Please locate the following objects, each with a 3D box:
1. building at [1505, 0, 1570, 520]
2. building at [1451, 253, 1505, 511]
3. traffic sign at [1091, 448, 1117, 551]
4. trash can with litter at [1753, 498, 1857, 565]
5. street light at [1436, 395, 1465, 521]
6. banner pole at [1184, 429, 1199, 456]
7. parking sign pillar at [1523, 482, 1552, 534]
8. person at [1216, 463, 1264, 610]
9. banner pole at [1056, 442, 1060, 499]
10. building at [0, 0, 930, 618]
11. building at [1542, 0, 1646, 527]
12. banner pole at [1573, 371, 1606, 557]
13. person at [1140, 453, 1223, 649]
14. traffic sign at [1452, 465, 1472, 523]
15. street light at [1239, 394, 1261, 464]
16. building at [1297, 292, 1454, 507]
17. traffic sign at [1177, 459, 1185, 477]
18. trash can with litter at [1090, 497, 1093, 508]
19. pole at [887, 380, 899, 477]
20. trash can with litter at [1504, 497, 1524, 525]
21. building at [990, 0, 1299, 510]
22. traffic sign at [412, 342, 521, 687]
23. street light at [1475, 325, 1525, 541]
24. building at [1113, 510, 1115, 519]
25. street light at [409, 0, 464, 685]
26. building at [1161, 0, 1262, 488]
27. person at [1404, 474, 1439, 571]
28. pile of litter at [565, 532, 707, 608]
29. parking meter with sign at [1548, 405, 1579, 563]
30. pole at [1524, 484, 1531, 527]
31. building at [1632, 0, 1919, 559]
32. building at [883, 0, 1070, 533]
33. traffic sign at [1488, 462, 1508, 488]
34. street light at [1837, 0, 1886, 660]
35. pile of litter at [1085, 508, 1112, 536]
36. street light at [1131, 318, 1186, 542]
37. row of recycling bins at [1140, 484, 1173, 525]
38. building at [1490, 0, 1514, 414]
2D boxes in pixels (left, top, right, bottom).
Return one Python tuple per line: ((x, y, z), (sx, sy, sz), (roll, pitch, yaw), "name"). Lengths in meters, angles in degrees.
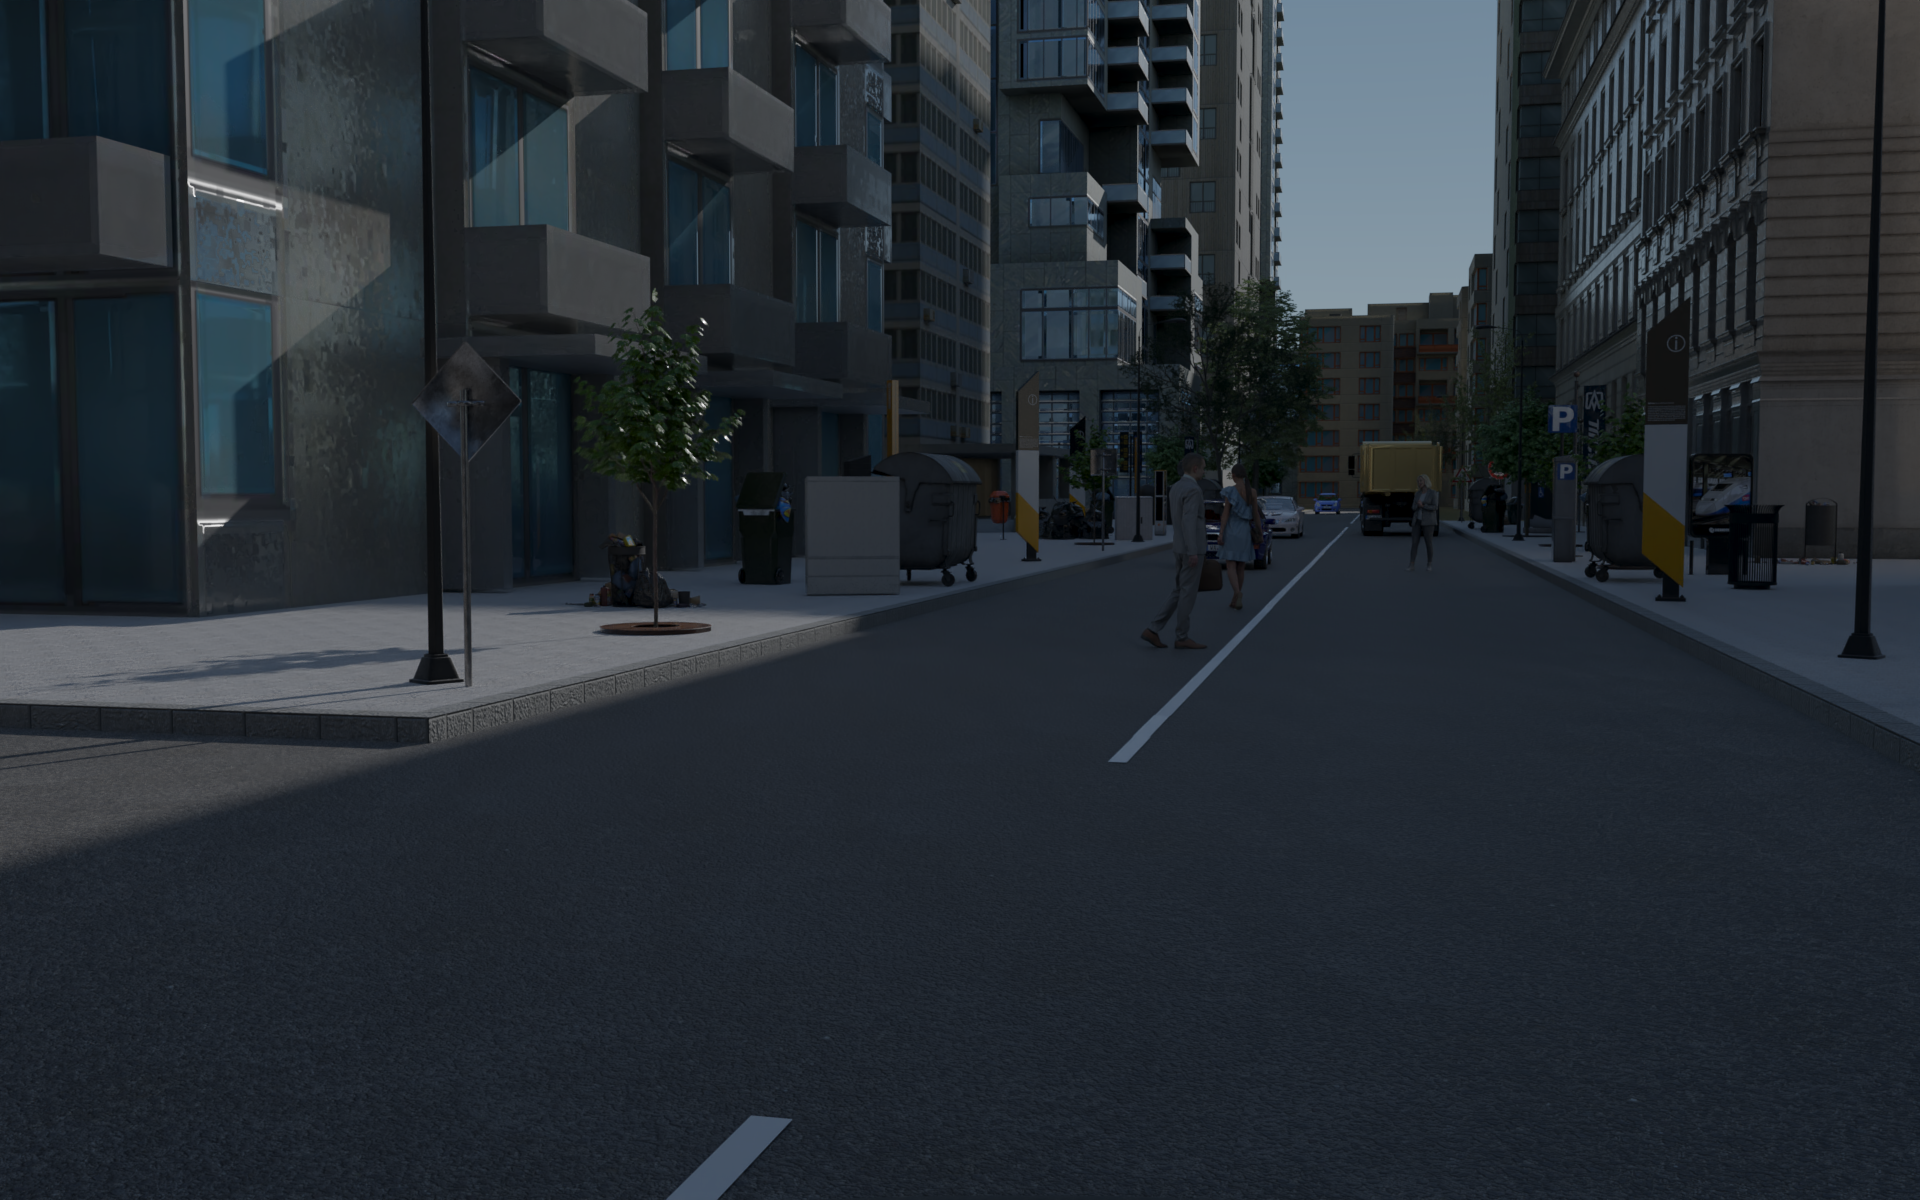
((35.555, -19.428, 89.356), (14.160, 30.474, 14.107), (1, 4, 14), "building")
((53.780, -17.770, 135.586), (27.650, 21.520, 28.899), (1, 4, 14), "building")
((3.216, -2.247, 38.862), (0.606, 2.300, 0.079), (1, 4, 19), "traffic sign")
((15.403, -1.274, 31.892), (2.233, 1.210, 1.678), (1, 4, 20), "trash can with litter")
((23.077, -6.664, 81.496), (1.470, 5.913, 1.316), (1, 4, 14), "street light")
((8.888, -4.661, 66.218), (0.863, 3.779, 0.401), (-2, 4, -30), "banner pole")
((19.233, -4.176, 56.751), (1.447, 3.967, 1.447), (-1, 4, -12), "parking sign pillar")
((3.495, -0.791, 21.532), (0.616, 1.811, 0.778), (0, 4, -3), "person")
((4.614, -5.726, 83.640), (0.863, 3.779, 0.401), (-3, 5, -41), "banner pole")
((-14.174, -25.167, 31.085), (23.786, 49.044, 30.456), (1, 4, 14), "building")
((31.280, -14.137, 64.431), (16.112, 22.955, 30.059), (1, 4, 14), "building")
((12.710, -2.763, 35.184), (0.401, 3.779, 0.863), (-3, 5, -45), "banner pole")
((2.118, -0.454, 16.038), (0.853, 1.813, 0.709), (-1, 4, -15), "person")
((22.608, -4.769, 77.977), (0.884, 2.594, 0.081), (1, 4, 18), "traffic sign")
((13.454, -6.572, 79.992), (1.470, 5.913, 1.316), (1, 4, 14), "street light")
((50.264, -20.416, 178.840), (28.899, 21.520, 27.650), (1, 4, 14), "building")
((7.843, -3.646, 59.722), (0.768, 2.556, 0.104), (1, 4, 20), "traffic sign")
((6.390, -4.182, 79.768), (0.624, 1.170, 1.055), (-1, 4, -22), "trash can with litter")
((-1.206, -2.279, 31.112), (0.158, 3.312, 0.155), (0, 3, 0), "pole")
((22.728, -3.678, 71.518), (1.055, 1.170, 0.624), (-2, 4, -31), "trash can with litter")
((20.734, -53.179, 182.154), (31.000, 86.520, 22.319), (1, 4, 14), "building")
((-3.273, -0.480, 11.483), (0.795, 2.450, 0.064), (1, 4, 14), "traffic sign")
((14.822, -4.588, 47.547), (1.470, 5.913, 1.316), (1, 4, 14), "street light")
((3.664, -48.227, 101.187), (22.319, 86.520, 31.000), (1, 4, 14), "building")
((-3.047, -2.383, 11.506), (1.470, 5.913, 1.316), (1, 4, 14), "street light")
((11.090, -33.985, 144.894), (27.495, 52.752, 28.713), (1, 4, 14), "building")
((8.656, -1.447, 32.349), (0.526, 1.800, 0.537), (-3, 4, -37), "person")
((-3.739, -0.367, 19.966), (1.719, 0.858, 1.176), (3, 4, 37), "pile of litter")
((11.557, -2.257, 33.161), (0.543, 3.016, 1.738), (1, 4, 16), "parking meter with sign")
((20.945, -4.283, 63.874), (0.158, 3.312, 0.155), (0, 3, 0), "pole")
((22.545, -11.771, 41.603), (9.793, 20.994, 18.267), (1, 4, 14), "building")
((-12.060, -22.944, 67.017), (32.217, 40.220, 23.993), (1, 4, 14), "building")
((18.354, -3.598, 58.934), (0.768, 2.556, 0.104), (1, 4, 20), "traffic sign")
((6.549, -2.508, 13.543), (1.470, 5.913, 1.316), (1, 4, 14), "street light")
((3.829, -2.419, 53.510), (1.719, 0.858, 1.176), (3, 5, 42), "pile of litter")
((5.284, -4.494, 46.023), (1.470, 5.913, 1.316), (1, 4, 14), "street light")
((8.730, -3.998, 72.474), (3.534, 1.692, 1.069), (-3, 5, -45), "row of recycling bins")
((47.878, -31.671, 107.061), (28.713, 52.752, 27.495), (1, 4, 14), "building")
